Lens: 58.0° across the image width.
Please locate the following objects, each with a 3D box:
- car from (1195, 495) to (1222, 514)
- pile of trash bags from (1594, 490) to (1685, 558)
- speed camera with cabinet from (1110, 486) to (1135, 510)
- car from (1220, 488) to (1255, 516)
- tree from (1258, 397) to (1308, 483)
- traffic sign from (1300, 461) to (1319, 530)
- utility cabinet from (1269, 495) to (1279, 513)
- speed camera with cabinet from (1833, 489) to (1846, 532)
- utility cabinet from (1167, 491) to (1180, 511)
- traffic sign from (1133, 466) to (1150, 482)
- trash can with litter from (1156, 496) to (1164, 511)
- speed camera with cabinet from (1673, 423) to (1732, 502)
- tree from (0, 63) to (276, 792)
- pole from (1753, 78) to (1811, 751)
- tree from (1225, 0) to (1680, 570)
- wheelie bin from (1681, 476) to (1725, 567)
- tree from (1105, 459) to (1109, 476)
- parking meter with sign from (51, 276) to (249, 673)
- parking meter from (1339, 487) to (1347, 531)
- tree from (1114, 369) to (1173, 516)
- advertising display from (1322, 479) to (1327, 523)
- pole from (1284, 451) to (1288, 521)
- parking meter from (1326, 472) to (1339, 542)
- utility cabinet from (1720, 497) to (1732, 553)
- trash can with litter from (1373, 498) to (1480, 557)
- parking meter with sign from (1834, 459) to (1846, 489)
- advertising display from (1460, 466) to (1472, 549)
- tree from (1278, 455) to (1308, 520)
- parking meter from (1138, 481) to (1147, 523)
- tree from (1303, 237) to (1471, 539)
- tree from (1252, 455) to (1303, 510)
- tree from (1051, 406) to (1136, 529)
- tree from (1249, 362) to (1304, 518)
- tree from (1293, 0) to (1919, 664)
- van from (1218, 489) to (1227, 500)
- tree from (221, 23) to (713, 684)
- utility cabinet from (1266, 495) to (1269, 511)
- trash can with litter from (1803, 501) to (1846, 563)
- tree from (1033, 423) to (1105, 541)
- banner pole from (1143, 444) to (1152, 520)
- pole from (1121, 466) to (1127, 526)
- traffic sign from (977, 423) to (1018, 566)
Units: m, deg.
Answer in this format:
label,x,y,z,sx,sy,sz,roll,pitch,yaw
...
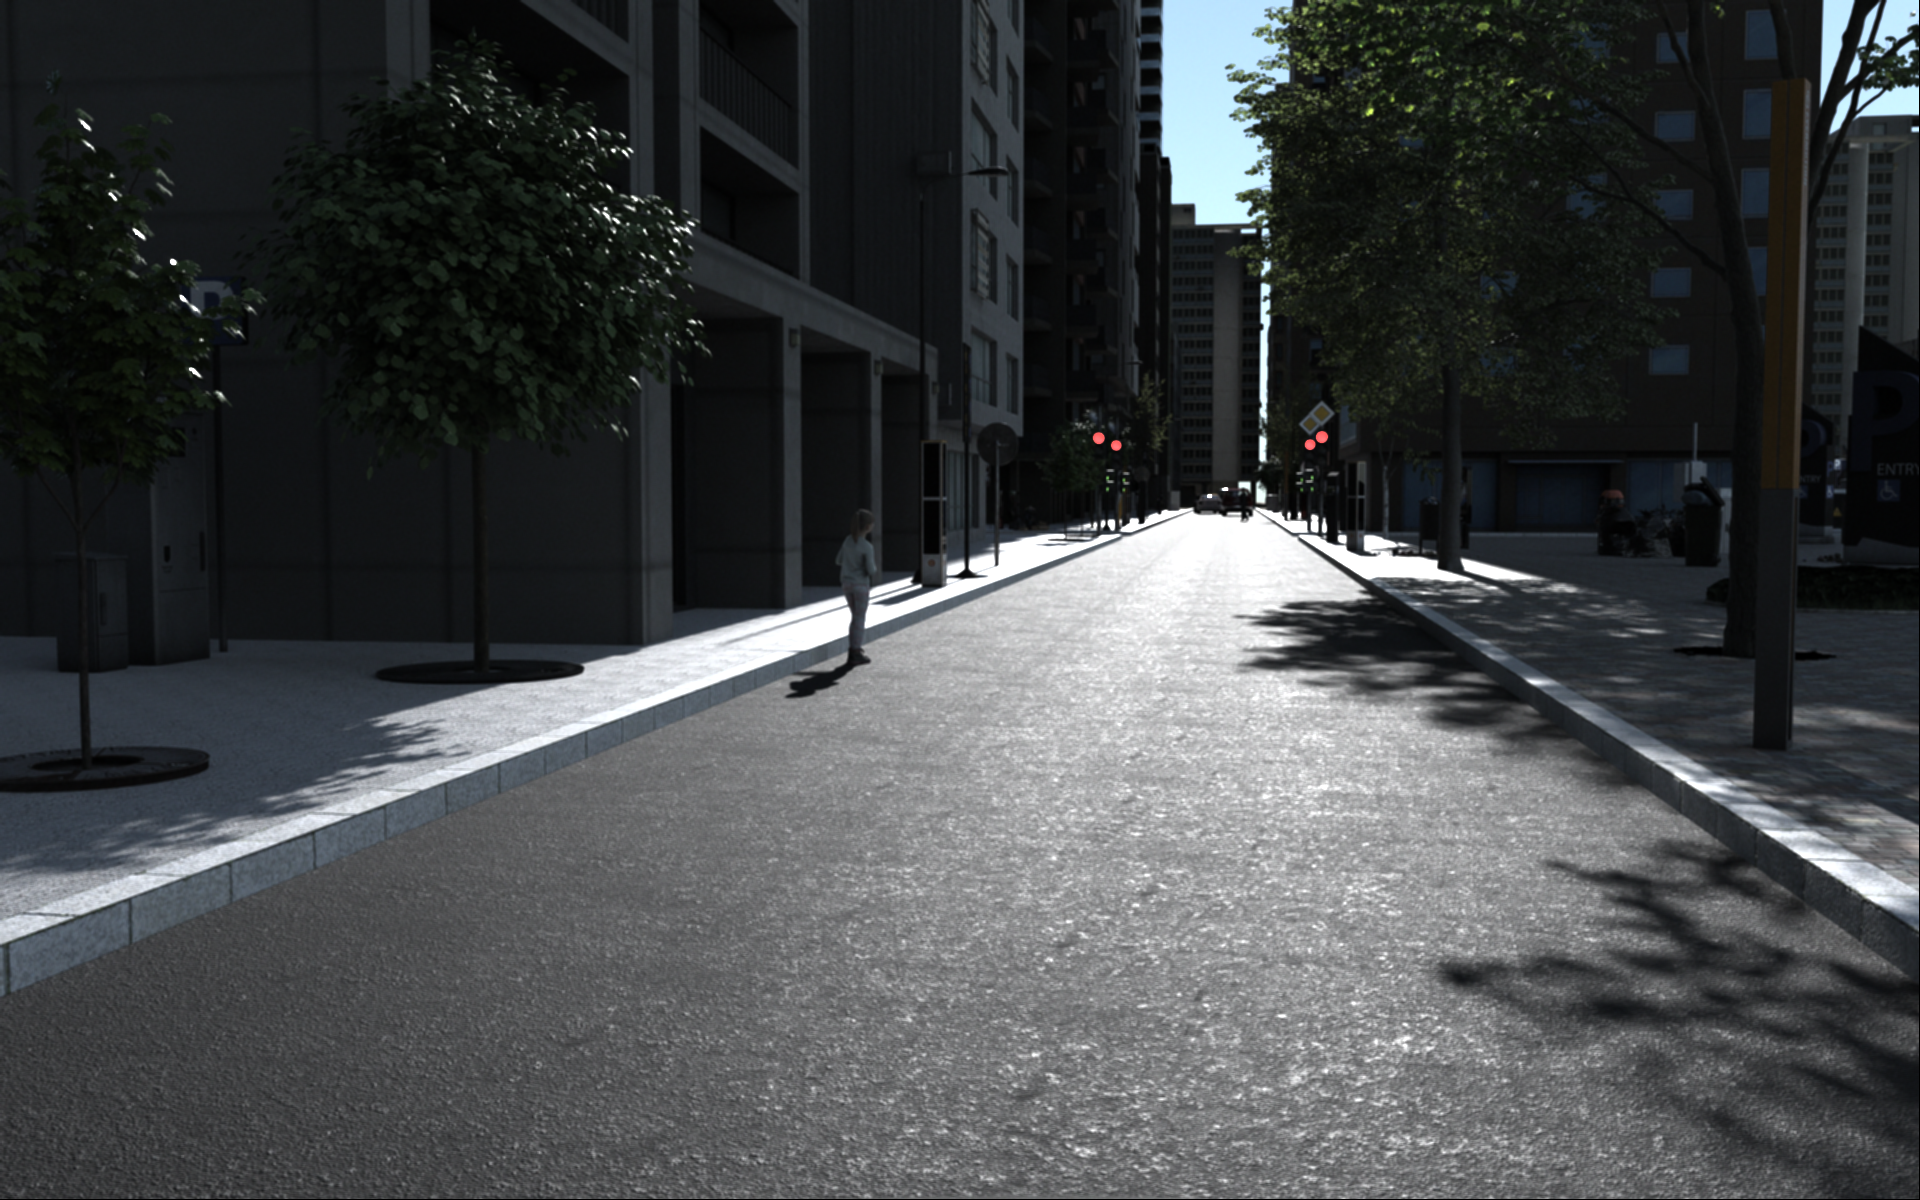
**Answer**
label,x,y,z,sx,sy,sz,roll,pitch,yaw
car,18.148,-6.941,125.845,2.083,1.381,4.827,0,4,8
pile of trash bags,14.293,-1.634,36.469,1.912,1.369,3.447,0,4,-4
speed camera with cabinet,12.667,-8.664,135.986,2.038,3.252,0.660,1,4,19
car,18.403,-6.492,114.821,2.281,1.827,5.304,1,4,10
tree,24.377,-10.945,129.305,4.360,8.622,3.978,0,3,0
traffic sign,12.402,-3.738,61.220,0.768,2.556,0.104,1,4,10
utility cabinet,21.480,-6.529,117.912,0.306,1.237,1.020,1,4,20
speed camera with cabinet,29.867,-3.885,57.863,2.038,3.252,0.660,1,4,14
utility cabinet,15.696,-7.256,127.322,0.318,1.500,1.173,3,5,42
traffic sign,8.322,-4.849,79.392,0.768,2.556,0.104,1,4,10
trash can with litter,15.202,-7.401,132.385,0.624,1.170,1.055,-1,4,-11
speed camera with cabinet,21.046,-3.313,48.501,2.038,3.252,0.660,-1,4,-12
tree,-4.076,-0.818,7.974,1.663,3.219,1.824,0,3,0
pole,4.113,-0.907,8.665,0.158,3.312,0.155,0,3,0
tree,7.990,-6.808,29.435,7.486,12.596,7.792,0,3,0
wheelie bin,13.197,-1.399,30.787,0.693,1.594,0.980,2,4,28
tree,3.694,-3.481,51.513,1.663,3.219,1.824,0,3,0
parking meter with sign,-6.144,-1.034,13.173,0.543,3.016,1.738,1,4,11
parking meter,13.277,-3.144,59.811,0.372,1.533,0.369,0,3,0
tree,10.613,-9.352,103.271,4.360,8.622,3.978,0,3,0
advertising display,16.145,-4.316,75.781,0.974,1.923,0.123,-3,5,-40
pole,15.523,-5.416,82.391,0.158,3.312,0.155,0,3,0
parking meter,9.962,-2.482,46.291,0.255,1.863,0.399,2,4,26
utility cabinet,16.440,-1.623,37.698,1.020,1.237,0.306,-1,4,-20
trash can with litter,9.519,-1.515,35.825,1.678,1.210,2.233,-2,4,-27
parking meter with sign,43.707,-5.443,85.252,0.543,3.016,1.738,-1,4,-16
advertising display,11.813,-2.173,40.746,0.123,1.923,0.974,0,4,-3
tree,16.496,-5.528,84.984,1.663,3.219,1.824,0,3,0
parking meter,7.947,-4.281,75.704,0.255,1.863,0.399,0,4,-5
tree,12.050,-6.006,48.555,4.737,8.622,4.395,0,3,0
tree,25.596,-9.662,141.692,4.285,4.588,4.351,0,3,0
tree,5.014,-4.959,64.793,4.285,4.588,4.351,0,3,0
tree,18.209,-8.816,94.496,4.737,8.622,4.395,0,3,0
tree,6.358,-5.366,13.492,9.928,11.665,9.643,0,3,0
van,22.015,-8.323,143.096,2.013,2.044,4.112,0,4,8
tree,-3.505,-1.745,12.246,4.285,4.588,4.351,0,3,0
utility cabinet,23.463,-7.328,130.982,0.306,1.237,1.020,-1,4,-9
trash can with litter,16.885,-1.332,32.840,1.678,1.210,2.233,1,4,15
tree,2.926,-3.234,47.471,1.663,3.219,1.824,0,3,0
banner pole,9.248,-5.873,86.047,0.401,3.779,0.863,2,4,27
pole,6.552,-4.604,69.118,0.158,3.312,0.155,0,3,0
traffic sign,0.657,-1.883,30.891,0.768,2.556,0.104,1,4,16
